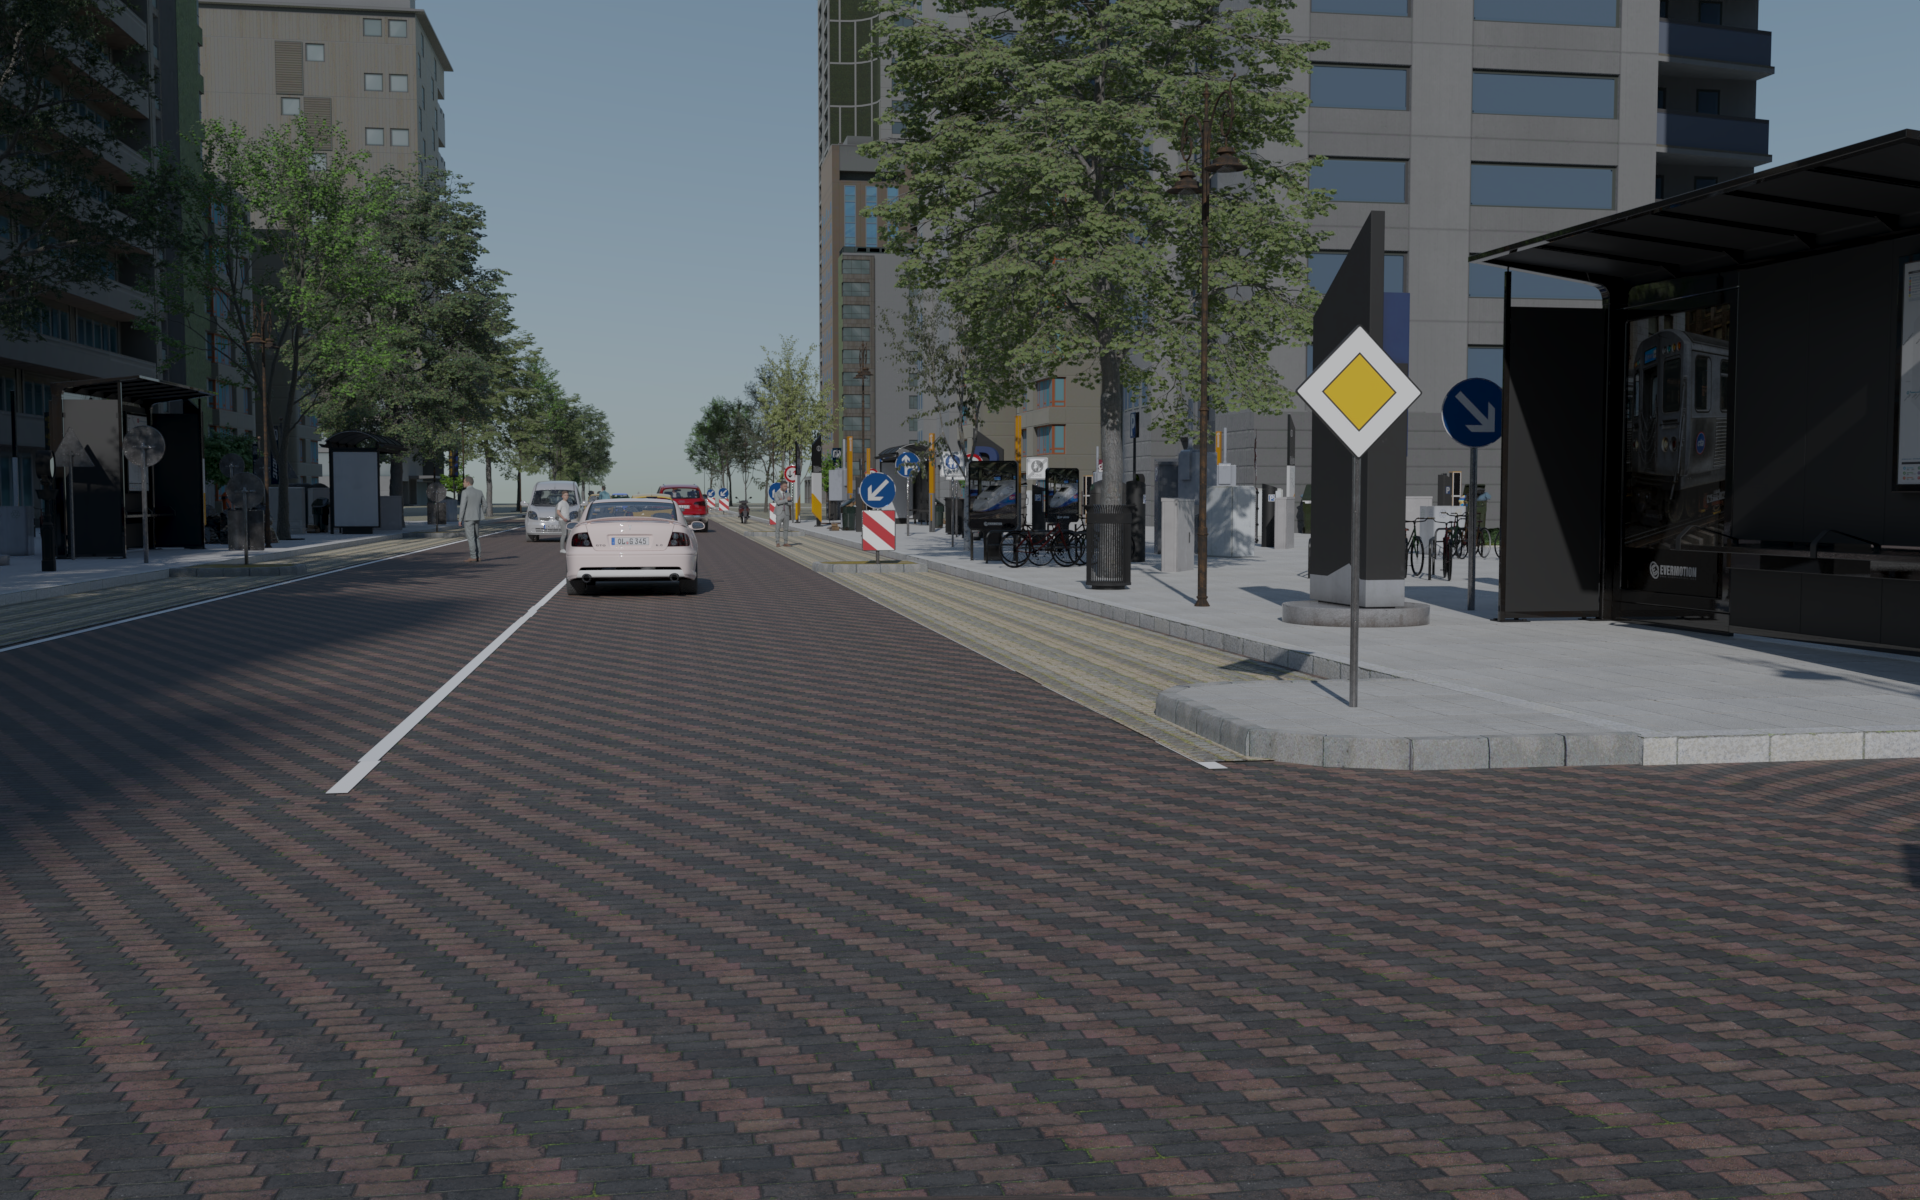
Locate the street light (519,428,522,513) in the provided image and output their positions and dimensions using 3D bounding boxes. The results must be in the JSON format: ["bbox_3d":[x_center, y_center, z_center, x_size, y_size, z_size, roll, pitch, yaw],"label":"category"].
[{"bbox_3d":[-29.795,-8.843,117.370,0.468,5.910,1.993,-1,4,-10],"label":"street light"}]

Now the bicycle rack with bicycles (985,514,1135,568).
[{"bbox_3d":[1.778,-1.093,31.257,2.925,0.926,2.852,-1,4,-15],"label":"bicycle rack with bicycles"}]

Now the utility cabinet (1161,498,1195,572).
[{"bbox_3d":[3.651,-1.088,28.951,0.306,1.237,1.020,2,4,23],"label":"utility cabinet"}]

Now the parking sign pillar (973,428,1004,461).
[{"bbox_3d":[1.111,-5.011,70.398,1.447,3.967,1.447,1,4,21],"label":"parking sign pillar"}]

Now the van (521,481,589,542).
[{"bbox_3d":[-12.393,-2.818,53.088,2.013,2.044,4.112,-1,4,-11],"label":"van"}]

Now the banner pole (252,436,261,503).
[{"bbox_3d":[-30.574,-5.221,75.374,0.863,3.779,0.401,3,5,41],"label":"banner pole"}]

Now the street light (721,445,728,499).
[{"bbox_3d":[-21.489,-11.439,159.815,0.468,5.910,1.993,-1,4,-10],"label":"street light"}]

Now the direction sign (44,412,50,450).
[{"bbox_3d":[-24.921,-3.409,47.741,0.876,3.537,0.379,2,4,31],"label":"direction sign"}]

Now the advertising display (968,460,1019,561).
[{"bbox_3d":[0.642,-1.716,33.277,0.974,1.923,0.123,1,4,16],"label":"advertising display"}]

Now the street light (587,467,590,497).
[{"bbox_3d":[-49.400,-15.770,230.631,0.468,5.910,1.993,-1,4,-10],"label":"street light"}]

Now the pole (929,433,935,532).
[{"bbox_3d":[-0.936,-3.932,58.136,0.158,3.312,0.155,0,3,0],"label":"pole"}]

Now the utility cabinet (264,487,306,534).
[{"bbox_3d":[-21.450,-2.835,55.028,1.173,1.500,0.318,0,4,-1],"label":"utility cabinet"}]

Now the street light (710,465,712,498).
[{"bbox_3d":[-30.078,-14.469,209.352,0.468,5.910,1.993,-1,4,-10],"label":"street light"}]

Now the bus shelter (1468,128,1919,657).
[{"bbox_3d":[6.403,-1.413,14.386,1.731,3.624,6.357,-1,4,-10],"label":"bus shelter"}]

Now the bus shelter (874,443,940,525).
[{"bbox_3d":[-2.197,-4.739,71.407,2.014,3.302,5.546,-1,4,-10],"label":"bus shelter"}]

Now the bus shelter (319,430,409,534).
[{"bbox_3d":[-19.749,-3.899,57.680,2.014,3.302,5.546,-1,4,-10],"label":"bus shelter"}]

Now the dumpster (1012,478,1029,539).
[{"bbox_3d":[1.248,-2.729,50.370,1.264,1.857,1.865,-1,4,-10],"label":"dumpster"}]

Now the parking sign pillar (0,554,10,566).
[{"bbox_3d":[-17.835,-2.595,30.901,1.447,3.967,1.447,0,4,0],"label":"parking sign pillar"}]

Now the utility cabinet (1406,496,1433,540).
[{"bbox_3d":[12.641,-2.274,48.343,1.020,1.237,0.306,-1,4,-11],"label":"utility cabinet"}]

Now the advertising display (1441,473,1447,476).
[{"bbox_3d":[14.968,-2.961,53.632,0.123,1.923,0.974,1,4,12],"label":"advertising display"}]

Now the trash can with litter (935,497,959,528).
[{"bbox_3d":[-0.612,-3.278,64.986,1.055,1.170,0.624,0,4,2],"label":"trash can with litter"}]

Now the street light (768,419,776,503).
[{"bbox_3d":[-10.198,-7.453,94.643,0.468,5.910,1.993,-1,4,-10],"label":"street light"}]

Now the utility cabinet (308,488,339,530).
[{"bbox_3d":[-22.500,-3.219,61.313,0.318,1.500,1.173,2,4,31],"label":"utility cabinet"}]

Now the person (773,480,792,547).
[{"bbox_3d":[-4.753,-2.326,46.709,0.466,1.800,0.511,3,5,44],"label":"person"}]

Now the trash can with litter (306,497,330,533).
[{"bbox_3d":[-21.082,-2.788,56.973,0.624,1.170,1.055,0,4,4],"label":"trash can with litter"}]

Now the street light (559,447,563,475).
[{"bbox_3d":[-38.171,-11.795,165.641,0.468,5.910,1.993,-1,4,-10],"label":"street light"}]

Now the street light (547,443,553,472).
[{"bbox_3d":[-35.498,-10.835,149.934,0.468,5.910,1.993,-1,4,-10],"label":"street light"}]

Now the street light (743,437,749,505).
[{"bbox_3d":[-15.773,-9.459,127.449,0.468,5.910,1.993,-1,4,-10],"label":"street light"}]

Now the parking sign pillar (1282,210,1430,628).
[{"bbox_3d":[3.959,-1.759,17.227,1.447,3.967,1.447,-1,4,-13],"label":"parking sign pillar"}]

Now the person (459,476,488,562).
[{"bbox_3d":[-10.298,-1.711,36.569,0.391,1.810,0.635,2,4,24],"label":"person"}]

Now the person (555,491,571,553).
[{"bbox_3d":[-9.597,-1.899,42.147,0.523,1.515,0.503,-1,4,-13],"label":"person"}]

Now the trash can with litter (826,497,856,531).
[{"bbox_3d":[-4.090,-2.998,60.397,1.055,1.170,0.624,-2,4,-23],"label":"trash can with litter"}]

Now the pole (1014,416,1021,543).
[{"bbox_3d":[1.505,-3.135,45.104,0.158,3.312,0.155,0,3,0],"label":"pole"}]

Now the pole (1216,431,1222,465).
[{"bbox_3d":[8.409,-3.823,56.349,0.158,3.312,0.155,0,3,0],"label":"pole"}]

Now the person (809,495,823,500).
[{"bbox_3d":[-13.786,-9.590,165.302,1.348,1.823,0.705,0,4,6],"label":"person"}]

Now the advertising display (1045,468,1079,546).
[{"bbox_3d":[2.506,-2.281,42.515,0.974,1.923,0.123,-2,4,-34],"label":"advertising display"}]

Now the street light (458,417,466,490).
[{"bbox_3d":[-24.090,-6.802,84.007,0.468,5.910,1.993,-1,4,-10],"label":"street light"}]

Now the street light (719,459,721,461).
[{"bbox_3d":[-24.384,-12.507,177.278,0.468,5.910,1.993,-1,4,-10],"label":"street light"}]

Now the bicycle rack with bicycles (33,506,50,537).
[{"bbox_3d":[-27.782,-2.262,50.361,2.852,0.926,2.925,-2,4,-25],"label":"bicycle rack with bicycles"}]

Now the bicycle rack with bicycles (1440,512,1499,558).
[{"bbox_3d":[10.410,-1.266,34.083,2.925,0.926,2.852,-3,5,-42],"label":"bicycle rack with bicycles"}]

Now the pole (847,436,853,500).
[{"bbox_3d":[-3.901,-4.125,61.292,0.158,3.312,0.155,0,3,0],"label":"pole"}]

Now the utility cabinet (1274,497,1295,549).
[{"bbox_3d":[7.640,-1.813,40.809,0.306,1.237,1.020,1,4,21],"label":"utility cabinet"}]

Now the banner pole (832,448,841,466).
[{"bbox_3d":[-5.695,-5.648,82.355,0.863,3.779,0.401,1,4,17],"label":"banner pole"}]

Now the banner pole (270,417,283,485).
[{"bbox_3d":[-21.997,-4.027,55.863,0.401,3.779,0.863,1,4,12],"label":"banner pole"}]

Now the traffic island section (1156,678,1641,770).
[{"bbox_3d":[2.389,0.724,10.451,2.009,0.180,2.903,-1,4,-10],"label":"traffic island section"}]

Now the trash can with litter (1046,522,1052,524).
[{"bbox_3d":[3.868,-3.798,73.487,0.624,1.170,1.055,-1,4,-14],"label":"trash can with litter"}]

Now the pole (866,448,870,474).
[{"bbox_3d":[-4.083,-5.098,77.203,0.158,3.312,0.155,0,3,0],"label":"pole"}]

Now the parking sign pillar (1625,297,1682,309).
[{"bbox_3d":[7.782,-1.909,19.681,1.447,3.967,1.447,-1,4,-17],"label":"parking sign pillar"}]

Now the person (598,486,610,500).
[{"bbox_3d":[-16.327,-4.344,79.538,0.620,1.820,0.660,3,5,39],"label":"person"}]

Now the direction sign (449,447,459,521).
[{"bbox_3d":[-23.925,-5.497,81.880,0.379,3.537,0.876,-3,5,-44],"label":"direction sign"}]

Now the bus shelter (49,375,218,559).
[{"bbox_3d":[-17.550,-2.804,37.133,1.731,3.624,6.357,-1,4,-10],"label":"bus shelter"}]

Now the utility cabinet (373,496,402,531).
[{"bbox_3d":[-20.289,-3.063,61.248,1.020,1.237,0.306,-2,4,-35],"label":"utility cabinet"}]

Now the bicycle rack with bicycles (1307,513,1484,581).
[{"bbox_3d":[6.577,-0.830,26.954,2.852,0.926,2.925,1,4,18],"label":"bicycle rack with bicycles"}]
